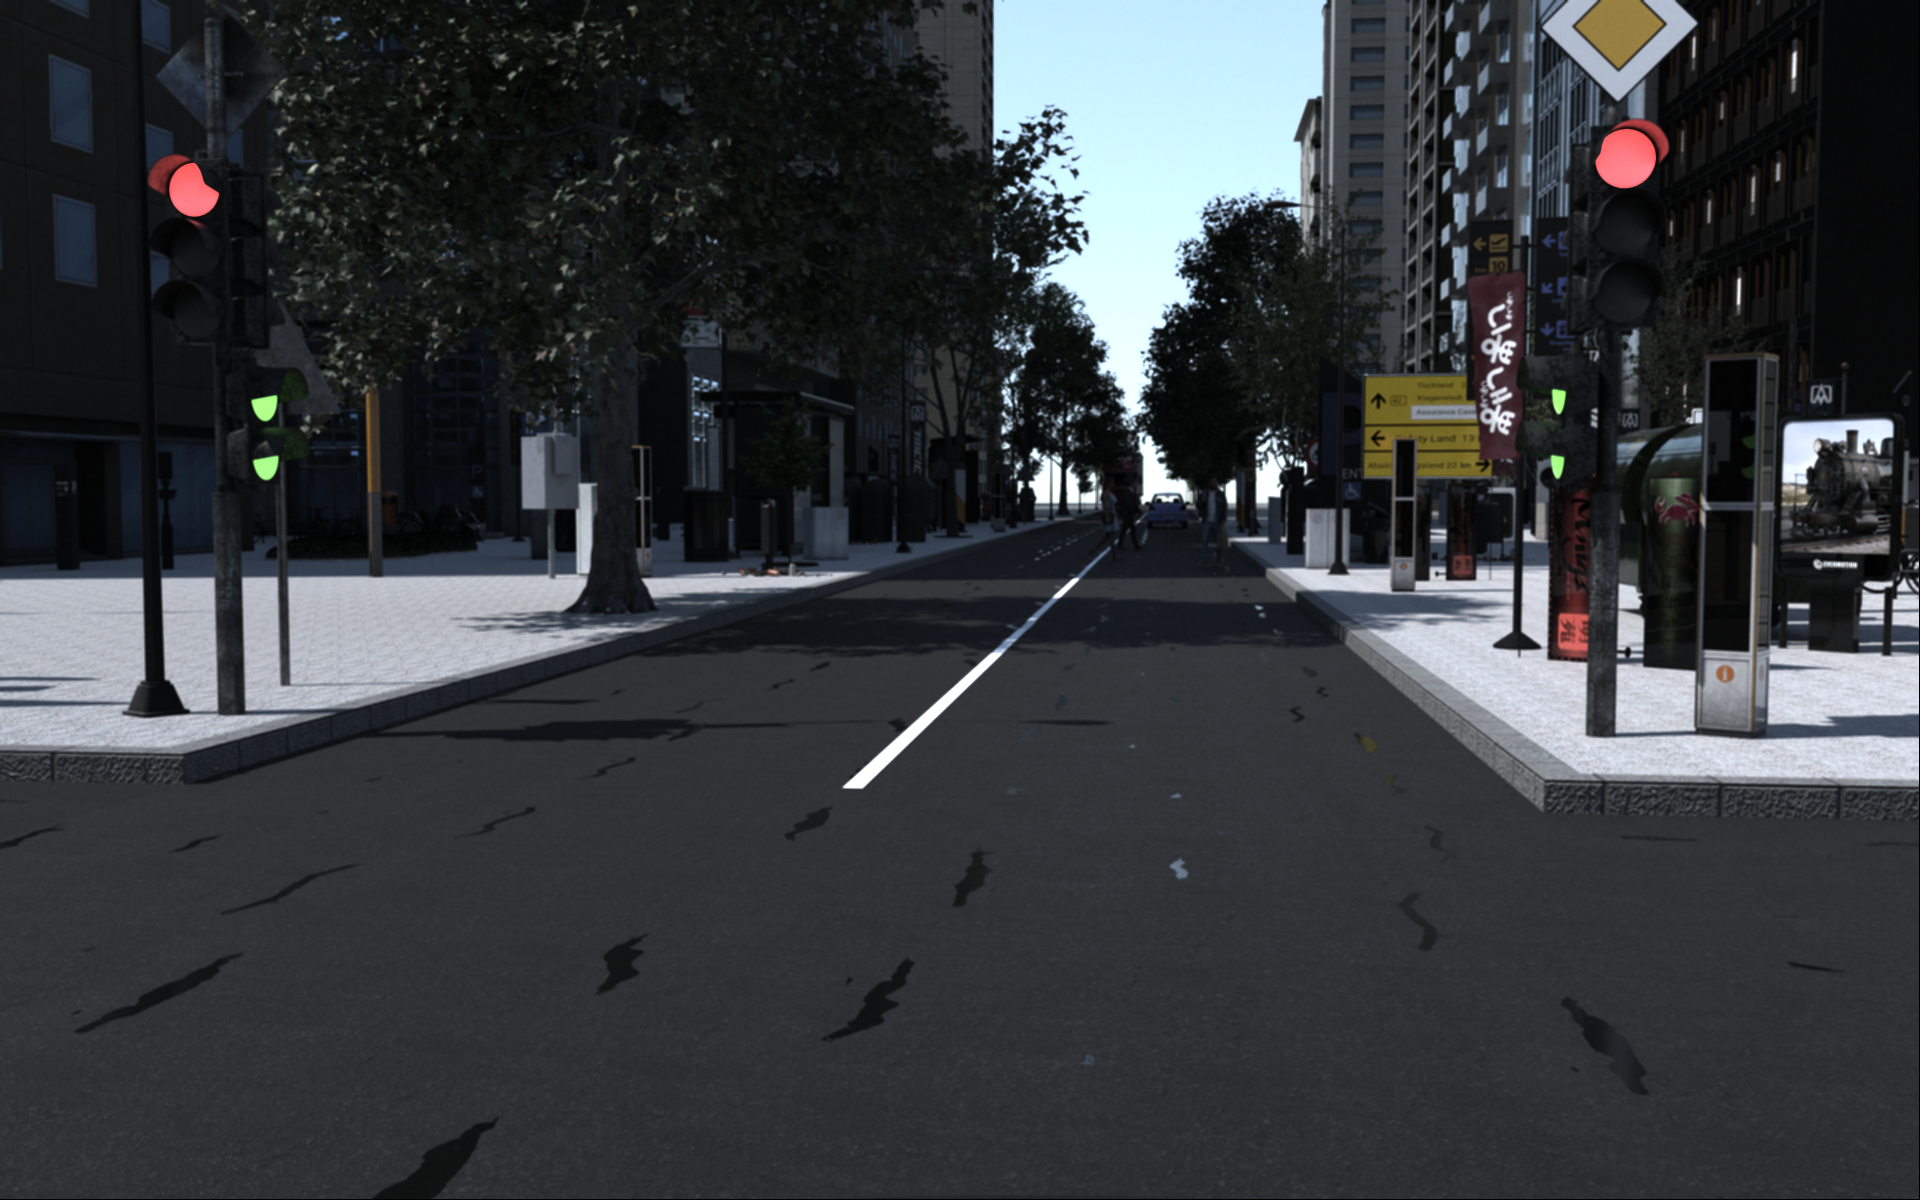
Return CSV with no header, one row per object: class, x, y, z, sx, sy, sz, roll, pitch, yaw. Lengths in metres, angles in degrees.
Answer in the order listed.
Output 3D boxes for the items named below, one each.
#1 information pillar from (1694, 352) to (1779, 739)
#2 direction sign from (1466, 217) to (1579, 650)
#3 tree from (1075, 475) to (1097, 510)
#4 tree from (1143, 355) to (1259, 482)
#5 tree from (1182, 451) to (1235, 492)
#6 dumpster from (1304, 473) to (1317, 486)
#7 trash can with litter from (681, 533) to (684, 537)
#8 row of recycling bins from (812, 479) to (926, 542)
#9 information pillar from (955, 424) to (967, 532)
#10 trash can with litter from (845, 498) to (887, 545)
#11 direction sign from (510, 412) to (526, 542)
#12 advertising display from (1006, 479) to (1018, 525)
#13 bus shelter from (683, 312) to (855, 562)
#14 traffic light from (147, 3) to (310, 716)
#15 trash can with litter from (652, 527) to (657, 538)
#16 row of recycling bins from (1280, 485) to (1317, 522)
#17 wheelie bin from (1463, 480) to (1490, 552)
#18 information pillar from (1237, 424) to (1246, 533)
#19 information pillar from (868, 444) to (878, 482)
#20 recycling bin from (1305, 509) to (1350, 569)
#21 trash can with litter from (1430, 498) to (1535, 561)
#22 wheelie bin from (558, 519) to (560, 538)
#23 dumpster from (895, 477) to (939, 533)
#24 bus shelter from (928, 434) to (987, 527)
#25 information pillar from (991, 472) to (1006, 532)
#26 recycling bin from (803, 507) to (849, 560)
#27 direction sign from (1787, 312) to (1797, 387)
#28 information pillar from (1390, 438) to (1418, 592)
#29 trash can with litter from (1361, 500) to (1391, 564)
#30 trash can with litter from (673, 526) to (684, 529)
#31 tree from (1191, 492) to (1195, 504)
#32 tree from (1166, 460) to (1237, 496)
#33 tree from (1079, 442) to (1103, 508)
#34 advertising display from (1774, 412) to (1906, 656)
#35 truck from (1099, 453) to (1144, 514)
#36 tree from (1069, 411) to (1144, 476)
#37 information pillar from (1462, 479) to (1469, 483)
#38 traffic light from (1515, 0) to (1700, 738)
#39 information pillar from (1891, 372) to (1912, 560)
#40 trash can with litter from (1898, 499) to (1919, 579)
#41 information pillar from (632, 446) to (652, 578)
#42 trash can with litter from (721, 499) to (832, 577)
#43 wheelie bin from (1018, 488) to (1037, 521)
information pillar,4.118,-0.287,9.191,0.304,2.012,0.304,3,4,38
direction sign,4.642,-1.366,14.333,0.876,3.537,0.379,1,4,18
tree,9.887,-8.724,137.238,1.663,3.219,1.824,0,3,0
tree,19.442,-14.152,138.037,9.857,13.997,8.962,0,3,0
tree,16.166,-7.844,111.967,4.285,4.588,4.351,0,3,0
dumpster,17.085,-4.915,82.855,1.502,2.255,1.985,0,4,7
trash can with litter,-7.485,-2.357,49.916,1.055,1.170,0.624,-3,5,-42
row of recycling bins,-2.571,-2.423,46.733,3.534,1.692,1.069,1,4,21
information pillar,0.014,-4.079,58.047,0.183,3.616,0.504,3,5,40
trash can with litter,-2.665,-2.032,44.281,2.233,1.210,1.678,-3,4,-37
direction sign,-11.969,-3.356,46.872,0.379,3.537,0.876,0,4,7
advertising display,1.937,-4.108,72.385,0.974,1.923,0.123,-1,4,-14
bus shelter,-4.093,-3.610,36.651,2.179,5.291,8.768,0,4,7
traffic light,-4.228,-1.288,9.972,0.839,4.253,0.868,0,4,7
trash can with litter,-9.373,-2.433,51.166,1.055,1.170,0.624,-3,4,-36
row of recycling bins,15.864,-4.469,80.187,1.069,1.692,3.534,2,4,35
wheelie bin,11.382,-1.871,38.507,0.693,1.594,0.980,-1,4,-20
information pillar,9.387,-4.067,57.852,0.183,3.616,0.504,-1,4,-14
information pillar,-4.081,-5.498,81.247,0.504,3.616,0.183,0,4,-7
recycling bin,6.330,-1.059,29.861,0.722,1.027,0.722,1,4,10
trash can with litter,9.887,-1.377,33.569,2.233,1.210,1.678,2,4,29
wheelie bin,-10.878,-2.315,45.763,0.980,1.594,0.693,0,4,6
dumpster,-1.447,-3.175,57.672,1.264,1.857,1.865,0,4,7
bus shelter,-0.053,-4.889,71.225,1.731,3.624,6.357,0,4,7
information pillar,1.343,-3.308,58.578,0.304,2.012,0.304,2,4,31
recycling bin,-2.628,-1.305,33.892,0.722,1.027,0.722,-2,4,-24
direction sign,10.520,-1.834,21.978,0.379,3.537,0.876,2,4,30
information pillar,5.825,-1.116,22.738,0.304,2.012,0.304,1,4,11
trash can with litter,7.927,-1.259,31.968,1.055,1.170,0.624,1,4,14
trash can with litter,-9.735,-3.227,63.818,1.678,1.210,2.233,0,4,-6
tree,31.396,-18.758,232.455,9.928,11.665,9.643,0,3,0
tree,24.203,-15.778,176.101,7.486,12.596,7.792,0,3,0
tree,12.899,-12.796,159.571,4.360,8.622,3.978,0,3,0
advertising display,7.113,-0.540,14.049,0.123,1.923,0.974,-3,4,-36
truck,11.315,-8.024,120.100,2.839,4.237,11.283,0,4,8
tree,14.944,-14.959,178.996,8.767,10.594,7.601,1,4,13
information pillar,23.864,-4.729,81.813,0.304,2.012,0.304,2,4,24
traffic light,3.381,-1.233,9.079,0.839,4.253,0.868,0,4,7
information pillar,18.000,-2.558,33.183,0.504,3.616,0.183,-2,4,-28
trash can with litter,14.798,-0.976,27.010,1.678,1.210,2.233,0,4,1
information pillar,-4.930,-1.350,26.569,0.304,2.012,0.304,1,4,15
trash can with litter,-2.996,-1.022,27.771,1.678,1.210,2.233,-1,4,-12
wheelie bin,3.207,-4.650,83.938,0.980,1.594,0.693,-1,4,-23
